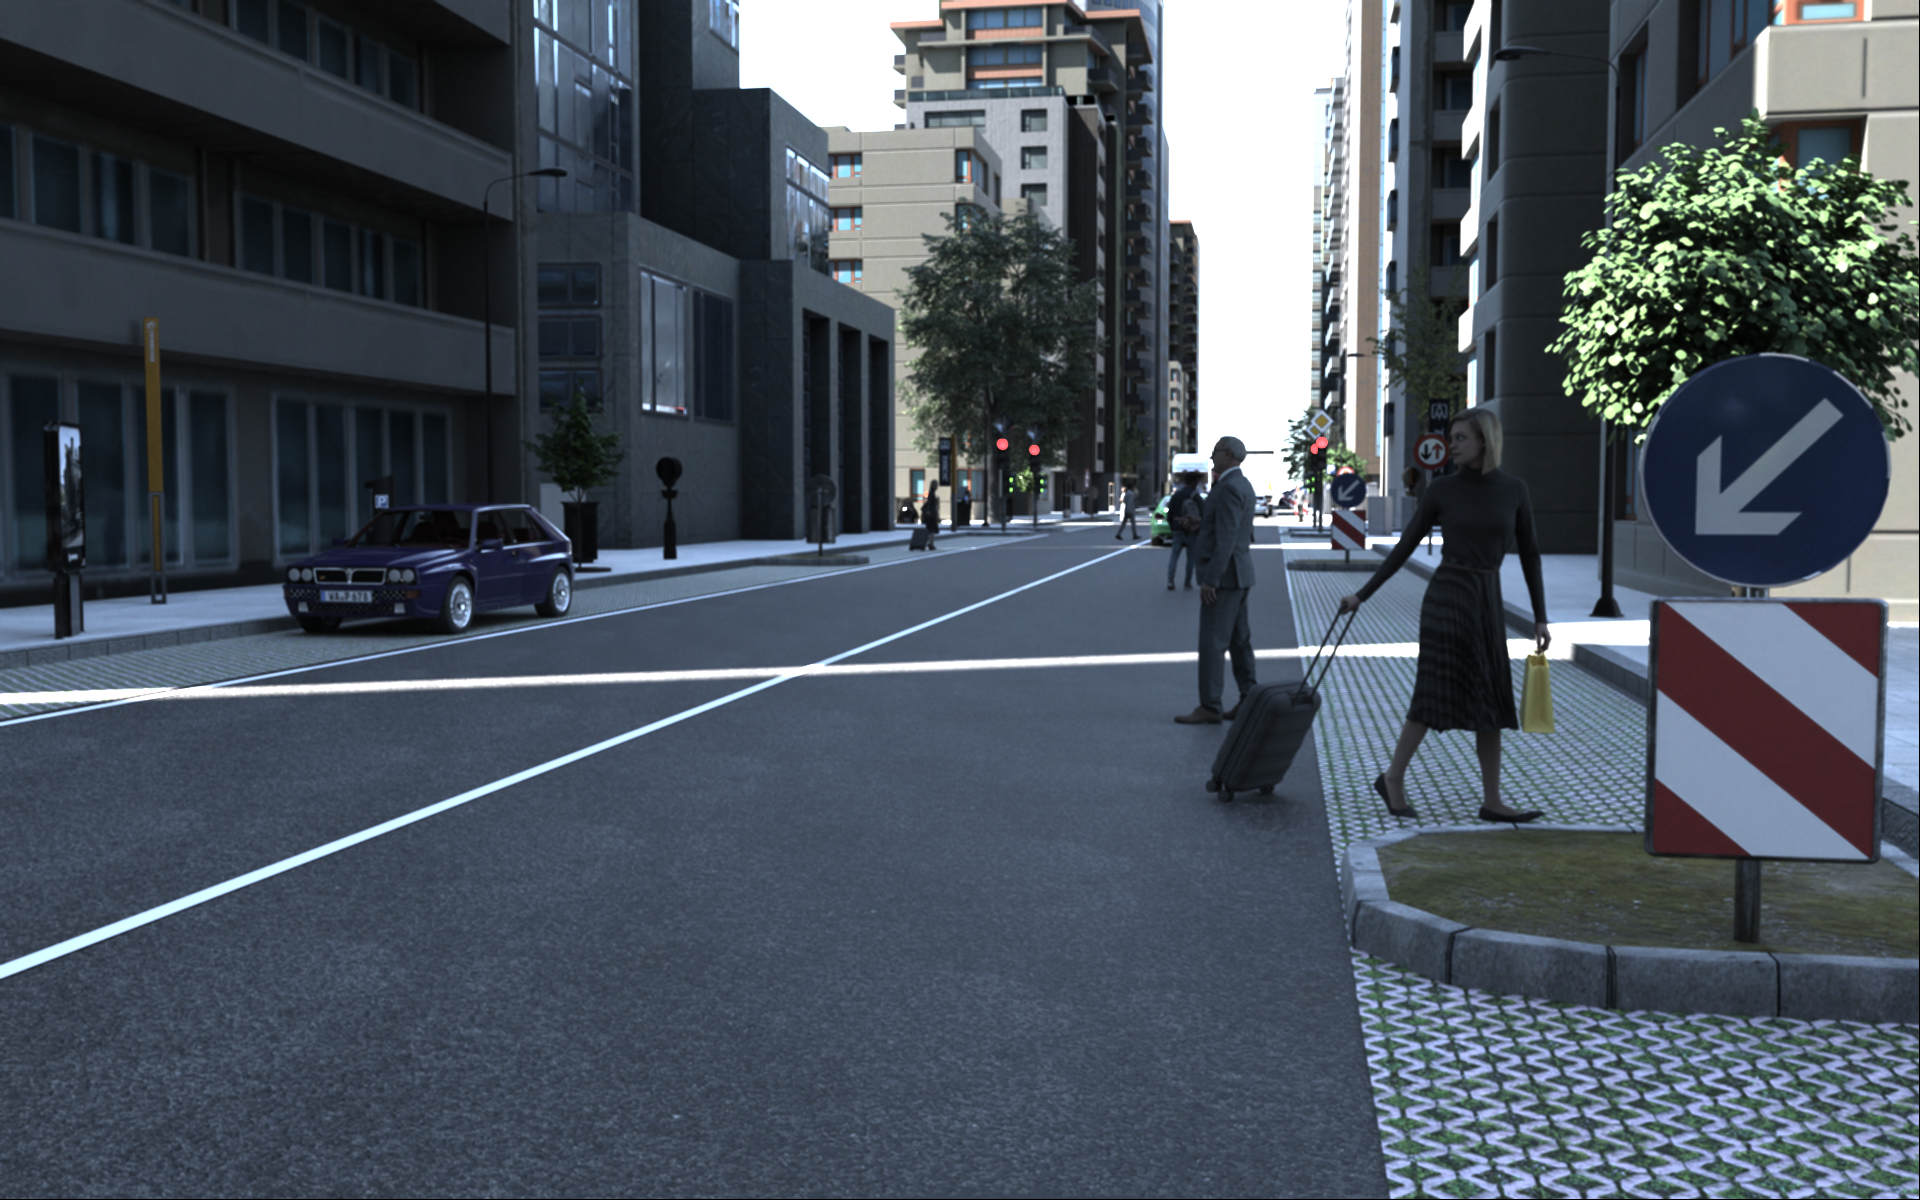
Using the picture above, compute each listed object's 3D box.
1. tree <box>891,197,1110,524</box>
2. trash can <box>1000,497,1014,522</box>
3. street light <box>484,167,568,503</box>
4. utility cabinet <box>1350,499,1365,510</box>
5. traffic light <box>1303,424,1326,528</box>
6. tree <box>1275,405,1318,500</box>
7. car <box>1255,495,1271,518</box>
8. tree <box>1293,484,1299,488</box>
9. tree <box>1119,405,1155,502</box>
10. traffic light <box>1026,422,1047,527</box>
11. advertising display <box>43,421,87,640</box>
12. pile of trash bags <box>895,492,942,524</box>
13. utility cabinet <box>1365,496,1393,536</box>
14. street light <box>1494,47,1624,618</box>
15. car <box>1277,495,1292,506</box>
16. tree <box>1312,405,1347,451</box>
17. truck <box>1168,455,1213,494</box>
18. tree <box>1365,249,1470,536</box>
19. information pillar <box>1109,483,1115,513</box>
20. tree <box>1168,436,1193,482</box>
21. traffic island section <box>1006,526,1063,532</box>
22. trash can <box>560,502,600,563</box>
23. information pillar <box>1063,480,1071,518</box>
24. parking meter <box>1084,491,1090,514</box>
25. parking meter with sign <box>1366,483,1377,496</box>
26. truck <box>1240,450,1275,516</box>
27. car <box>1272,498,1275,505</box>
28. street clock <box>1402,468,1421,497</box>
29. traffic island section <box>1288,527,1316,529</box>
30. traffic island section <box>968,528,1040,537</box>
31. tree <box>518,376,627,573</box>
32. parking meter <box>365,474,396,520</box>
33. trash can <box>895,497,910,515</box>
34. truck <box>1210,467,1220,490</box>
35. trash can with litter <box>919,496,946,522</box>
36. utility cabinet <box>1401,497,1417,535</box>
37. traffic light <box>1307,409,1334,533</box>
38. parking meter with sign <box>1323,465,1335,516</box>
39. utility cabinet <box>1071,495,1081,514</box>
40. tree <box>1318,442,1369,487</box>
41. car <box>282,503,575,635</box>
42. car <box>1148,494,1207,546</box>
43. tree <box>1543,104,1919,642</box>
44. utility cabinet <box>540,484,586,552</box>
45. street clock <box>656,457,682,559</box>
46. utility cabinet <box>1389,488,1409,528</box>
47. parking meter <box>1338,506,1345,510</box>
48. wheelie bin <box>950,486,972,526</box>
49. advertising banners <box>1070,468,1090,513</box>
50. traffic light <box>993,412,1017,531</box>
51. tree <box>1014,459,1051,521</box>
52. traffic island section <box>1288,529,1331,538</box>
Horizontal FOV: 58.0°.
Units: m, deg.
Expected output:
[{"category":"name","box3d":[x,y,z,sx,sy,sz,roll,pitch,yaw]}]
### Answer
[{"category":"tree","box3d":[1.608,-10.317,75.334,9.857,13.997,8.962,0,3,0]},{"category":"trash can","box3d":[2.085,-4.116,78.947,0.748,1.137,0.748,0,3,0]},{"category":"street light","box3d":[-6.266,-3.201,24.873,1.470,5.913,1.316,1,4,10]},{"category":"utility cabinet","box3d":[18.788,-4.297,81.410,1.020,1.237,0.306,-3,4,-37]},{"category":"traffic light","box3d":[13.389,-4.673,65.330,0.839,4.253,0.868,1,4,10]},{"category":"tree","box3d":[43.912,-18.480,220.280,7.486,12.596,7.792,0,3,0]},{"category":"car","box3d":[17.653,-5.631,104.064,2.014,1.417,4.499,1,4,9]},{"category":"tree","box3d":[56.397,-18.053,289.772,1.663,3.219,1.824,0,3,0]},{"category":"tree","box3d":[13.239,-11.531,138.898,4.737,8.622,4.395,0,3,0]},{"category":"traffic light","box3d":[2.944,-4.788,67.197,0.839,4.253,0.868,1,4,10]},{"category":"advertising display","box3d":[-8.074,-0.638,15.650,0.123,1.923,0.974,-1,4,-15]},{"category":"pile of trash bags","box3d":[-1.664,-4.031,75.658,1.912,1.369,3.447,1,4,11]},{"category":"utility cabinet","box3d":[12.959,-2.585,53.427,0.306,1.237,1.020,-1,4,-17]},{"category":"street light","box3d":[6.248,-2.785,18.080,1.470,5.913,1.316,1,4,10]},{"category":"car","box3d":[36.481,-11.086,193.837,1.945,1.354,3.894,1,4,10]},{"category":"tree","box3d":[31.260,-11.883,144.655,4.360,8.622,3.978,0,3,0]},{"category":"truck","box3d":[16.682,-8.184,123.563,2.967,4.110,18.799,1,4,9]},{"category":"tree","box3d":[14.613,-6.272,52.905,4.737,8.622,4.395,0,3,0]},{"category":"information pillar","box3d":[10.346,-6.923,117.685,0.304,2.012,0.304,2,4,29]},{"category":"tree","box3d":[27.728,-16.359,217.839,4.360,8.622,3.978,0,3,0]},{"category":"traffic island section","box3d":[2.906,-2.756,67.339,2.009,0.180,2.903,1,4,10]},{"category":"trash can","box3d":[-7.077,-1.264,32.319,0.748,1.137,0.748,0,3,0]},{"category":"information pillar","box3d":[5.670,-5.356,92.055,0.304,2.012,0.304,-2,4,-32]},{"category":"parking meter","box3d":[8.270,-6.397,113.002,0.372,1.533,0.369,0,3,0]},{"category":"parking meter with sign","box3d":[27.553,-7.316,115.880,1.738,3.016,0.543,0,4,0]},{"category":"truck","box3d":[19.590,-7.751,115.642,2.839,4.237,11.283,1,4,9]},{"category":"car","box3d":[26.893,-8.870,154.057,2.155,1.783,4.494,1,4,11]},{"category":"street clock","box3d":[12.404,-2.634,47.639,0.471,2.002,0.358,0,4,-5]},{"category":"traffic island section","box3d":[13.426,-2.640,65.437,2.009,0.180,2.903,1,4,10]},{"category":"traffic island section","box3d":[1.484,-2.275,59.481,2.009,0.180,2.903,1,4,10]},{"category":"tree","box3d":[-6.225,-2.075,28.521,1.663,3.219,1.824,0,3,0]},{"category":"parking meter","box3d":[-7.376,-0.835,22.066,0.372,1.533,0.369,0,3,0]},{"category":"trash can","box3d":[-2.608,-4.101,78.706,0.748,1.137,0.748,0,3,0]},{"category":"truck","box3d":[27.914,-11.954,184.356,2.839,4.237,11.283,1,4,10]},{"category":"trash can with litter","box3d":[-1.463,-4.293,81.255,1.678,1.210,2.233,3,4,37]},{"category":"utility cabinet","box3d":[11.390,-2.001,43.876,0.306,1.237,1.020,1,4,20]},{"category":"traffic light","box3d":[11.967,-4.193,57.472,0.839,4.253,0.868,1,4,10]},{"category":"parking meter with sign","box3d":[22.153,-6.601,104.194,0.543,3.016,1.738,0,4,3]},{"category":"utility cabinet","box3d":[7.640,-6.308,114.299,0.306,1.237,1.020,2,4,31]},{"category":"tree","box3d":[23.531,-7.556,107.257,4.285,4.588,4.351,0,3,0]},{"category":"car","box3d":[-5.676,-0.387,18.907,1.945,1.354,3.894,1,4,11]},{"category":"car","box3d":[6.330,-2.253,48.640,2.131,1.459,4.920,1,4,9]},{"category":"tree","box3d":[6.656,-1.892,14.642,4.285,4.588,4.351,0,3,0]},{"category":"utility cabinet","box3d":[-8.643,-1.750,37.295,0.318,1.500,1.173,3,5,44]},{"category":"street clock","box3d":[-5.717,-1.805,34.086,0.471,2.002,0.358,2,4,26]},{"category":"utility cabinet","box3d":[16.435,-3.440,64.921,0.318,1.500,1.173,3,4,38]},{"category":"parking meter","box3d":[22.586,-5.929,102.643,0.399,1.863,0.255,3,5,45]},{"category":"wheelie bin","box3d":[0.049,-3.738,69.020,0.980,1.594,0.693,3,4,38]},{"category":"advertising banners","box3d":[8.094,-7.389,116.991,0.090,3.025,2.074,3,5,44]},{"category":"traffic light","box3d":[1.522,-4.307,59.339,0.839,4.253,0.868,1,4,10]},{"category":"tree","box3d":[3.213,-5.340,81.918,1.663,3.219,1.824,0,3,0]},{"category":"traffic island section","box3d":[12.004,-2.159,57.579,2.009,0.180,2.903,1,4,10]}]
